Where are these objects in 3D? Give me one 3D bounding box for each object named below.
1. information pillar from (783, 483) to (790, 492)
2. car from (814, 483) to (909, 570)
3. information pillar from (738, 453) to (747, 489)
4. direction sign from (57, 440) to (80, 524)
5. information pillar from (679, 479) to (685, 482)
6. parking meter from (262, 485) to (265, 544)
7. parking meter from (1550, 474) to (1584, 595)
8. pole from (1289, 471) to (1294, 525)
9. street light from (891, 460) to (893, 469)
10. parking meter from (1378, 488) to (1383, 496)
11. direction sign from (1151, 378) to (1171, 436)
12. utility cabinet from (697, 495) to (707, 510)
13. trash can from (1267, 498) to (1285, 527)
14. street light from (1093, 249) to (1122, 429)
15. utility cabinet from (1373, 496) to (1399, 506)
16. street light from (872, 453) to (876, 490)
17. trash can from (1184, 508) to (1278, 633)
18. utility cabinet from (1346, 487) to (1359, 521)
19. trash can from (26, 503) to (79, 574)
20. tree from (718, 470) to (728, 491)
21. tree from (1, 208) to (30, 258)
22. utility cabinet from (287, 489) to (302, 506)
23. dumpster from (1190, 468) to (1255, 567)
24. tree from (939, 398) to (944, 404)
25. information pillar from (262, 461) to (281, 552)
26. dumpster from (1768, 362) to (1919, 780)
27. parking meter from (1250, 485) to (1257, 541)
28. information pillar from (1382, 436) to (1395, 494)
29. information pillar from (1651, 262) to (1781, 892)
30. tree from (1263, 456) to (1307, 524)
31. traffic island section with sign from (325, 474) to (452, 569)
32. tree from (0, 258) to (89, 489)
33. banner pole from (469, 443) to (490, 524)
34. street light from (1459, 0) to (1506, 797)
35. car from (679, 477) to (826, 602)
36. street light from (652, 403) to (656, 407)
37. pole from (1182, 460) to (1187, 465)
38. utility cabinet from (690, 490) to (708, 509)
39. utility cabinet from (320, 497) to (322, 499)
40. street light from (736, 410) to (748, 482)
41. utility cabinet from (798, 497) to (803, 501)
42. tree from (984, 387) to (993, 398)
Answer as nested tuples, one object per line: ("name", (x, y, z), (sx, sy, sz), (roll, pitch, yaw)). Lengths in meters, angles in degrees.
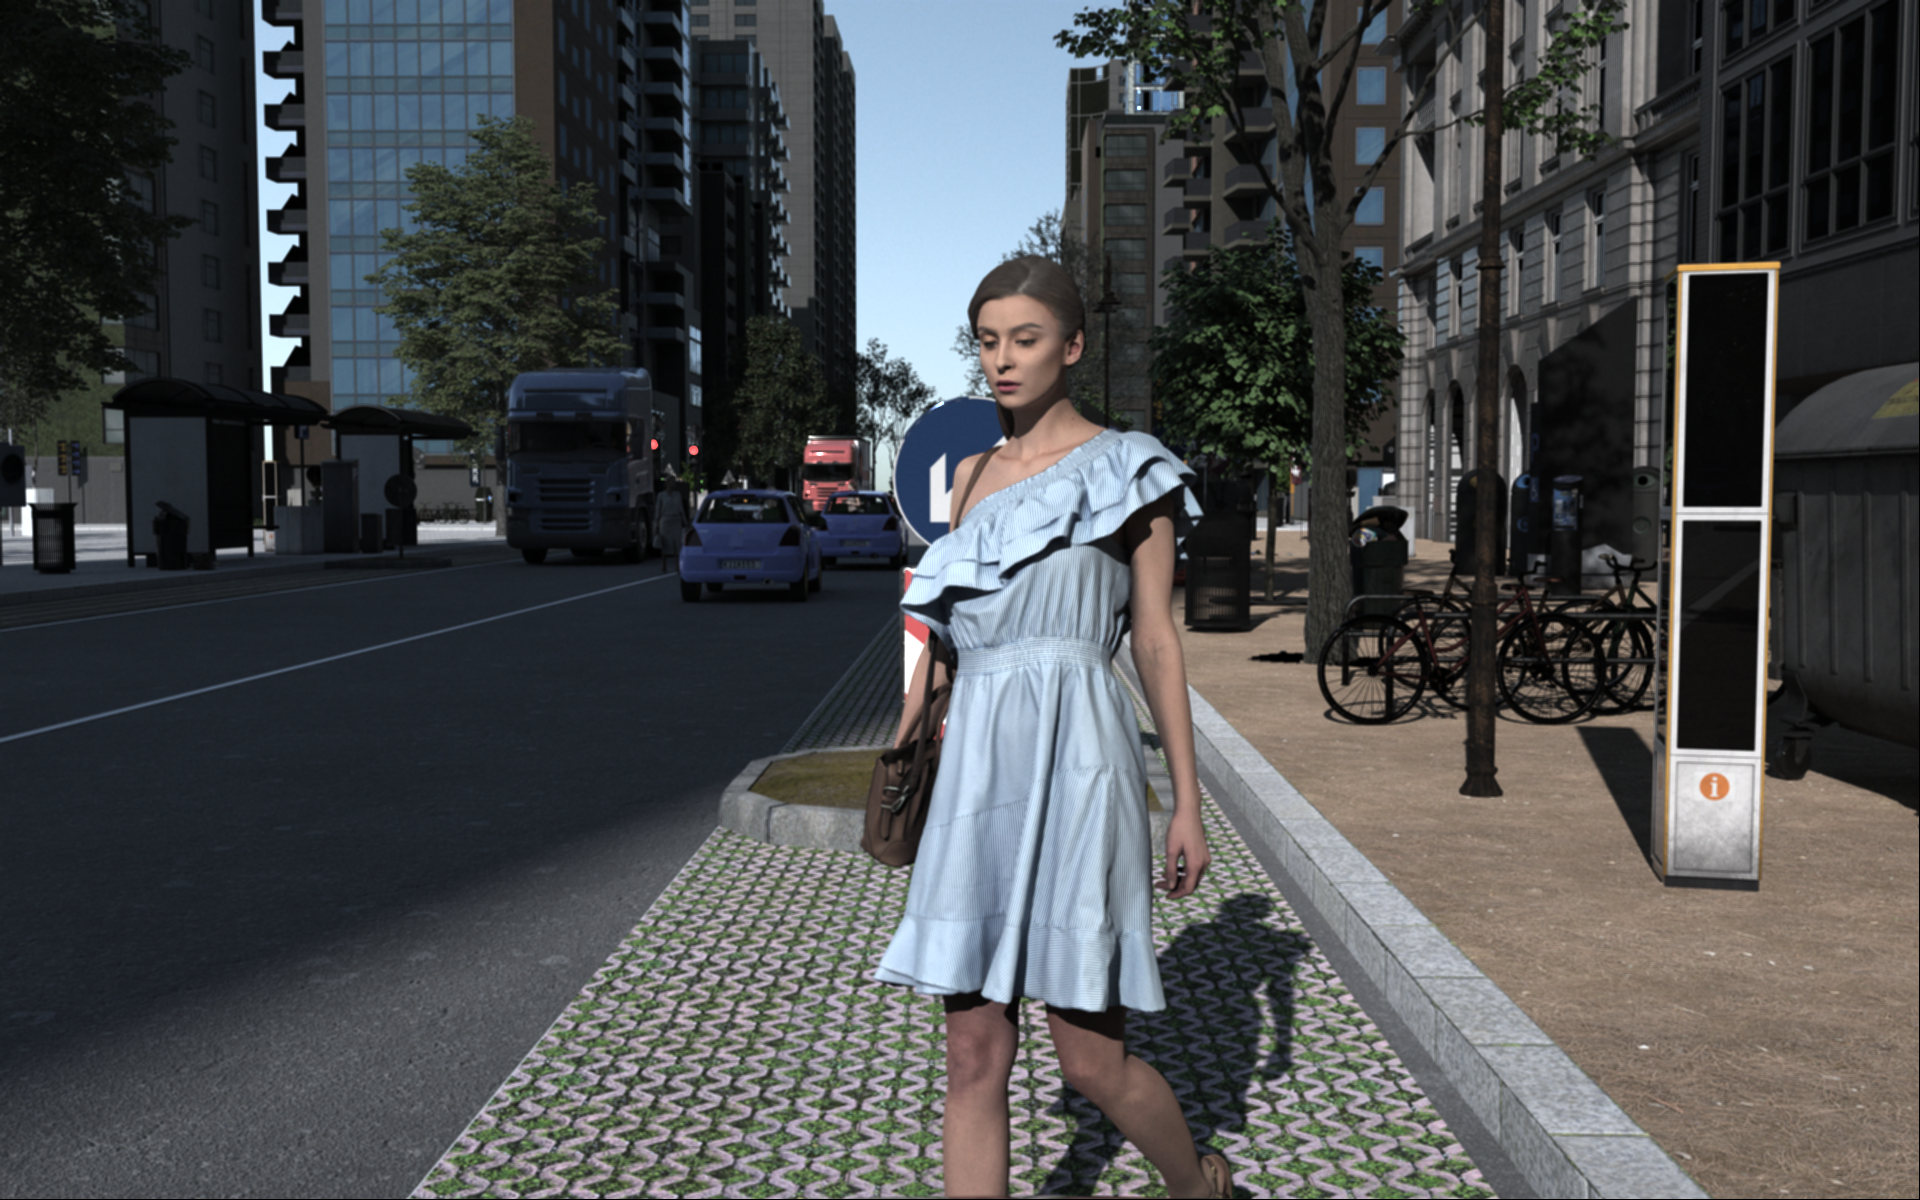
("information pillar", (-11.523, -6.764, 115.083), (0.304, 2.012, 0.304), (3, 5, 40))
("car", (-1.908, -1.487, 33.896), (1.945, 1.707, 3.694), (0, 4, 1))
("information pillar", (-12.476, -6.607, 99.384), (0.504, 3.616, 0.183), (-1, 4, -11))
("direction sign", (-37.644, -4.968, 73.223), (0.379, 3.537, 0.876), (3, 5, 43))
("information pillar", (-15.261, -5.518, 94.703), (0.304, 2.012, 0.304), (2, 4, 26))
("parking meter", (-17.667, -2.201, 44.403), (0.372, 1.533, 0.369), (0, 3, 0))
("parking meter", (7.742, -0.837, 22.093), (0.372, 1.533, 0.369), (0, 3, 0))
("pole", (13.665, -4.735, 71.258), (0.158, 3.312, 0.155), (0, 3, 0))
("street light", (-8.961, -15.652, 228.690), (0.468, 5.910, 1.993), (0, 4, 1))
("parking meter", (17.267, -3.812, 70.738), (0.372, 1.533, 0.369), (0, 3, 0))
("direction sign", (3.669, -2.384, 30.972), (0.379, 3.537, 0.876), (3, 5, 40))
("utility cabinet", (-12.027, -4.371, 82.634), (1.020, 1.237, 0.306), (0, 4, 7))
("trash can", (12.275, -3.407, 67.357), (0.748, 1.137, 0.748), (0, 3, 0))
("street light", (2.789, -3.678, 32.925), (0.468, 5.910, 1.993), (0, 4, 1))
("utility cabinet", (13.436, -2.637, 54.272), (0.306, 1.237, 1.020), (-3, 5, -40))
("street light", (-9.651, -13.648, 195.938), (0.468, 5.910, 1.993), (0, 4, 1))
("trash can", (2.401, -0.274, 16.138), (0.748, 1.137, 0.748), (0, 3, 0))
("utility cabinet", (12.023, -2.820, 54.788), (1.173, 1.500, 0.318), (-1, 4, -22))
("trash can", (-14.643, -0.999, 27.983), (0.748, 1.137, 0.748), (0, 3, 0))
("tree", (-19.234, -8.854, 139.365), (1.663, 3.219, 1.824), (0, 3, 0))
("tree", (-22.871, -5.481, 39.981), (4.360, 8.622, 3.978), (0, 3, 0))
("utility cabinet", (-28.984, -4.082, 75.425), (0.318, 1.500, 1.173), (-3, 4, -36))
("dumpster", (4.306, -1.452, 29.499), (1.264, 1.857, 1.865), (0, 4, 1))
("tree", (-7.740, -23.335, 237.411), (12.611, 20.169, 13.585), (0, 3, 0))
("information pillar", (-15.365, -2.093, 38.712), (0.304, 2.012, 0.304), (0, 4, -4))
("dumpster", (4.227, -0.076, 7.009), (1.264, 1.857, 1.865), (0, 4, 1))
("parking meter", (7.974, -2.401, 47.671), (0.372, 1.533, 0.369), (0, 3, 0))
("information pillar", (17.338, -4.809, 69.980), (0.504, 3.616, 0.183), (2, 4, 26))
("information pillar", (2.475, -0.074, 5.698), (0.304, 2.012, 0.304), (1, 4, 14))
("tree", (13.626, -4.841, 73.748), (1.663, 3.219, 1.824), (0, 3, 0))
("traffic island section with sign", (-11.060, -1.539, 33.795), (1.989, 1.847, 2.006), (0, 4, 1))
("tree", (-30.641, -6.501, 56.660), (4.360, 8.622, 3.978), (0, 3, 0))
("banner pole", (-20.609, -5.149, 74.209), (0.863, 3.779, 0.401), (0, 4, -1))
("street light", (2.228, -2.107, 7.229), (0.468, 5.910, 1.993), (0, 4, 1))
("car", (-2.878, -0.903, 24.362), (1.945, 1.707, 3.694), (0, 4, -1))
("street light", (-12.364, -5.846, 68.368), (0.468, 5.910, 1.993), (0, 4, 1))
("pole", (7.048, -3.710, 54.497), (0.158, 3.312, 0.155), (0, 3, 0))
("utility cabinet", (-14.120, -5.149, 92.872), (1.173, 1.500, 0.318), (-3, 4, -36))
("utility cabinet", (-19.650, -2.631, 54.177), (0.306, 1.237, 1.020), (2, 4, 27))
("street light", (-11.818, -7.418, 94.064), (0.468, 5.910, 1.993), (0, 4, 1))
("utility cabinet", (-12.673, -7.561, 134.791), (0.306, 1.237, 1.020), (3, 4, 36))
("tree", (6.243, -15.291, 156.661), (9.857, 13.997, 8.962), (0, 3, 0))
